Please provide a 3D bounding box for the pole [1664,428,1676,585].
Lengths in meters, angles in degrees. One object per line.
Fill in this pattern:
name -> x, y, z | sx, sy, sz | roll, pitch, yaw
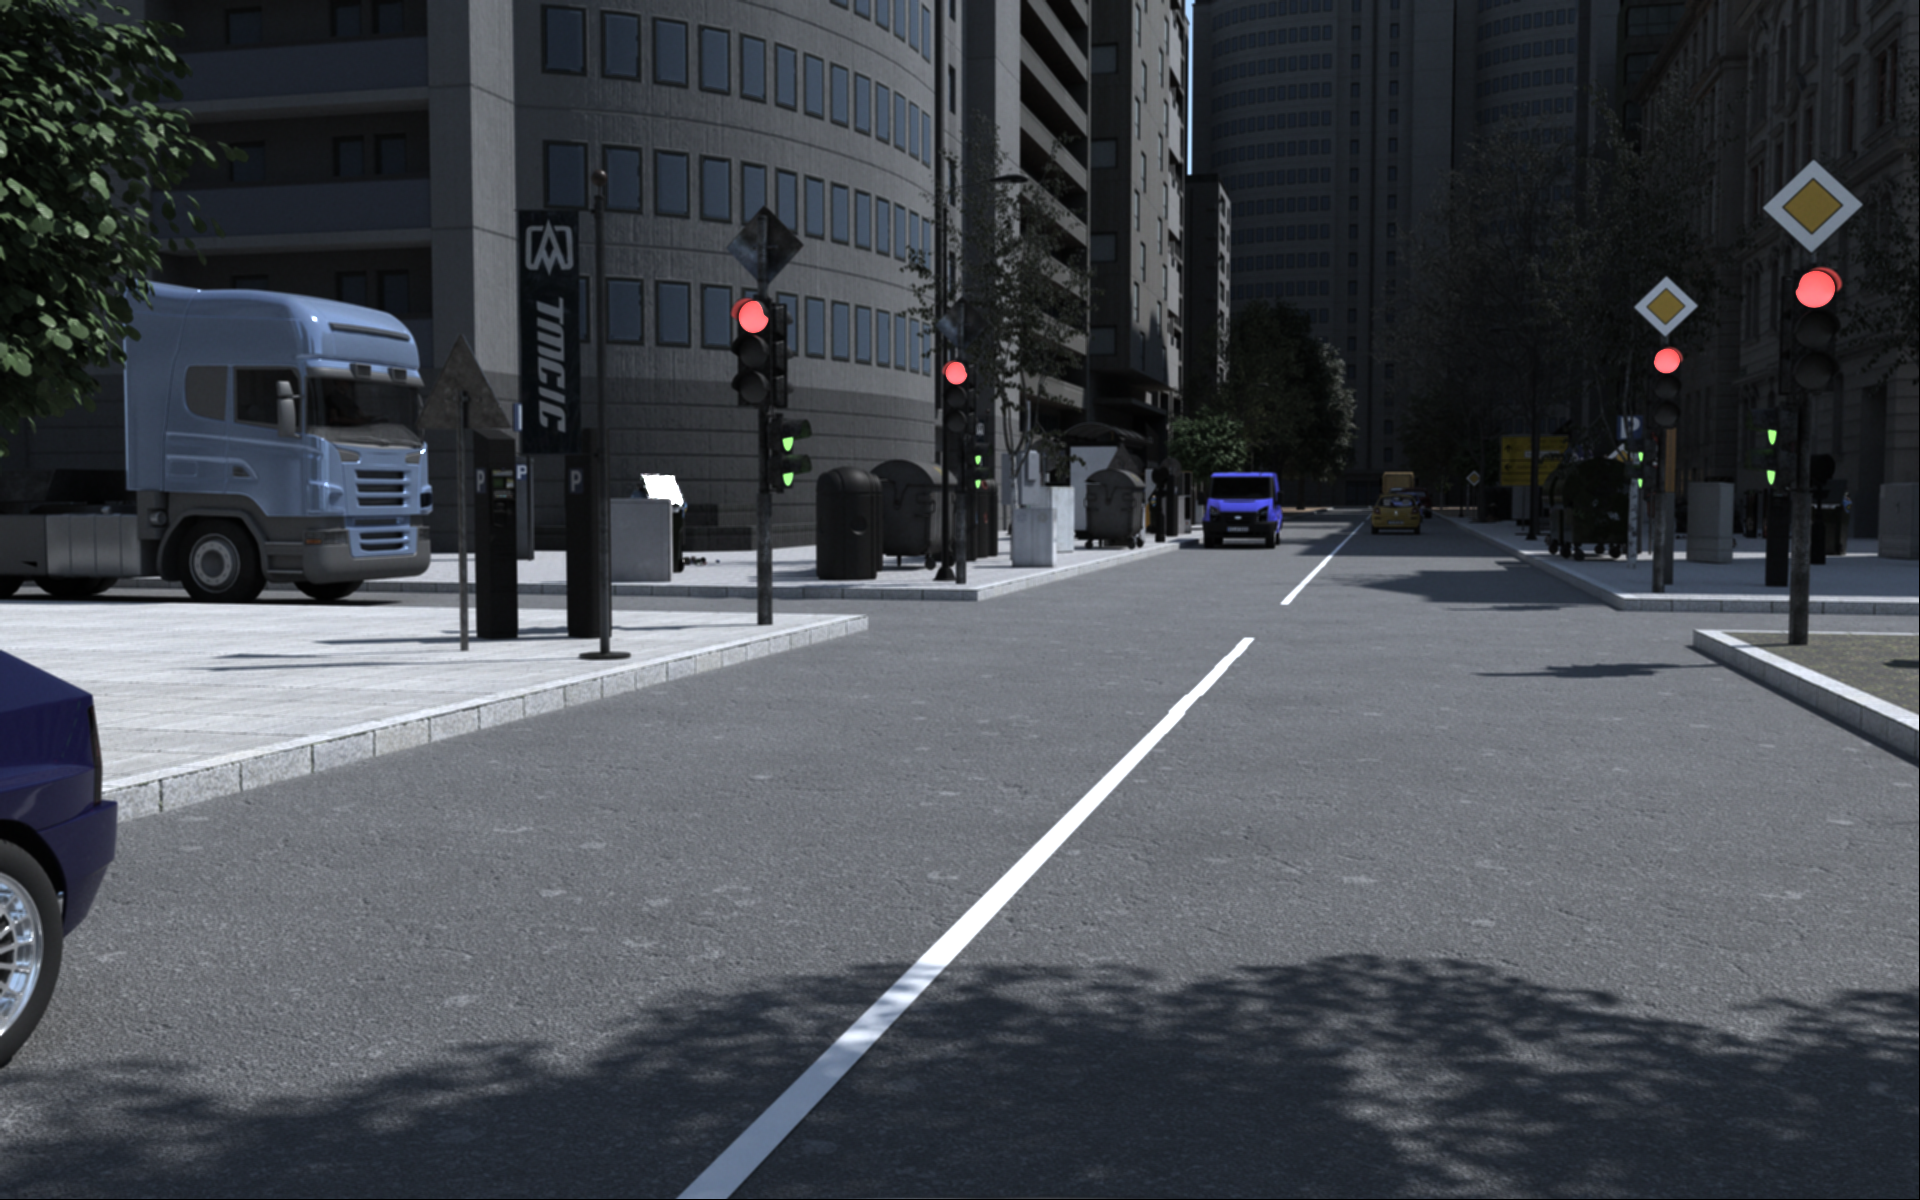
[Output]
pole -> 10.024, -1.876, 24.510 | 0.158, 3.312, 0.155 | 0, 3, 0

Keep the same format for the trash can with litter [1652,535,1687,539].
trash can with litter -> 20.957, -2.357, 49.594 | 2.233, 1.210, 1.678 | 1, 4, 20

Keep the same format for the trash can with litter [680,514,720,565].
trash can with litter -> -5.237, -1.278, 31.947 | 1.678, 1.210, 2.233 | -1, 4, -20

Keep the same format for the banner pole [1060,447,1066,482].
banner pole -> 4.758, -5.574, 81.147 | 0.863, 3.779, 0.401 | 3, 5, 40

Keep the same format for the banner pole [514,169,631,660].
banner pole -> -3.015, -1.434, 13.471 | 0.863, 3.779, 0.401 | 0, 4, 0

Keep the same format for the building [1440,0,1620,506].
building -> 68.152, -39.580, 189.136 | 28.212, 58.520, 21.231 | 1, 4, 14

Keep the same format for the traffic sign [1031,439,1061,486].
traffic sign -> 1.932, -2.433, 39.889 | 0.768, 2.556, 0.104 | 1, 4, 16

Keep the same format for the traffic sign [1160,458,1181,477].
traffic sign -> 7.328, -3.689, 60.426 | 0.768, 2.556, 0.104 | 1, 4, 21

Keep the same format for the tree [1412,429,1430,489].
tree -> 39.781, -11.799, 143.280 | 4.360, 8.622, 3.978 | 0, 3, 0

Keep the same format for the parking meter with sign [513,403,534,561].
parking meter with sign -> -8.636, -2.310, 34.033 | 0.543, 3.016, 1.738 | -2, 4, -25

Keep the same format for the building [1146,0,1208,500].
building -> 9.349, -42.782, 137.744 | 20.563, 71.187, 20.611 | 1, 4, 14

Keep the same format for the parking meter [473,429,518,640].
parking meter -> -4.127, -0.592, 15.398 | 0.255, 1.863, 0.399 | -3, 4, -39

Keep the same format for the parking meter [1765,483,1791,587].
parking meter -> 11.364, -1.122, 24.053 | 0.255, 1.863, 0.399 | 1, 4, 19

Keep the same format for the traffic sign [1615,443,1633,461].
traffic sign -> 14.906, -2.314, 39.019 | 0.795, 2.450, 0.064 | 1, 4, 17

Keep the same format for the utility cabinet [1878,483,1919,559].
utility cabinet -> 18.654, -1.568, 34.313 | 0.318, 1.500, 1.173 | 0, 4, 0

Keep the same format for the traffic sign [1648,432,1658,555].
traffic sign -> 14.607, -2.238, 36.588 | 0.884, 2.594, 0.081 | 1, 4, 14

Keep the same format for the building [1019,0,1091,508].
building -> -5.589, -28.450, 88.867 | 21.300, 48.544, 21.600 | 1, 4, 14

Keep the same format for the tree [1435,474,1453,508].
tree -> 44.540, -10.124, 160.126 | 1.663, 3.219, 1.824 | 0, 3, 0

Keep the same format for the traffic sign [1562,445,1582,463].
traffic sign -> 15.973, -2.736, 44.841 | 0.768, 2.556, 0.104 | 1, 4, 19

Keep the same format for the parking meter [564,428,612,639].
parking meter -> -3.331, -0.599, 15.502 | 0.399, 1.863, 0.255 | 3, 5, 44

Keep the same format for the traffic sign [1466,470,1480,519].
traffic sign -> 24.619, -5.002, 82.975 | 0.795, 2.450, 0.064 | 1, 4, 18

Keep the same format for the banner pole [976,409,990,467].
banner pole -> 0.679, -3.735, 51.077 | 0.401, 3.779, 0.863 | 2, 4, 35

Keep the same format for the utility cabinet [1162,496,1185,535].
utility cabinet -> 6.727, -2.673, 54.865 | 0.306, 1.237, 1.020 | 3, 5, 40

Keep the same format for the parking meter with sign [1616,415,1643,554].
parking meter with sign -> 14.576, -2.530, 37.623 | 0.543, 3.016, 1.738 | 1, 4, 17

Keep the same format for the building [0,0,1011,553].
building -> -11.400, -31.091, 50.335 | 21.231, 58.520, 28.212 | 1, 4, 14

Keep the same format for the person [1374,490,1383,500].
person -> 34.940, -8.240, 143.938 | 1.217, 1.736, 0.721 | -1, 4, -18

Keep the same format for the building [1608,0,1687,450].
building -> 44.719, -20.061, 99.697 | 14.160, 30.474, 14.107 | 1, 4, 14

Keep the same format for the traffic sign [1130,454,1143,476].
traffic sign -> 5.485, -3.399, 55.688 | 0.768, 2.556, 0.104 | 1, 4, 20

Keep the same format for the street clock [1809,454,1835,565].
street clock -> 15.649, -1.650, 31.547 | 0.471, 2.002, 0.358 | -1, 4, -19

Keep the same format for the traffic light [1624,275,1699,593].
traffic light -> 9.070, -2.049, 22.428 | 0.839, 4.253, 0.868 | 1, 4, 14

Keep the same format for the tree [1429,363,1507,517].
tree -> 29.133, -9.047, 98.288 | 4.360, 8.622, 3.978 | 0, 3, 0

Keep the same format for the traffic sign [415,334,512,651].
traffic sign -> -4.060, -0.863, 14.116 | 0.884, 2.594, 0.081 | 1, 4, 16

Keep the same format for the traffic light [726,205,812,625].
traffic light -> -1.901, -1.712, 16.906 | 0.839, 4.253, 0.868 | 1, 4, 14

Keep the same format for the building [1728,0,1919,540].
building -> 33.907, -16.393, 55.408 | 14.401, 28.519, 23.554 | 1, 4, 14

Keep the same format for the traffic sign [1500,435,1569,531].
traffic sign -> 19.858, -4.041, 59.939 | 2.265, 3.308, 0.079 | 1, 4, 14

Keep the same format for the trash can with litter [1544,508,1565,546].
trash can with litter -> 14.801, -1.937, 43.057 | 0.624, 1.170, 1.055 | 0, 4, -1

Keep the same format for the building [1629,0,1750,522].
building -> 38.790, -17.268, 79.587 | 12.463, 27.353, 25.104 | 1, 4, 14

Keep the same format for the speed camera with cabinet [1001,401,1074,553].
speed camera with cabinet -> 1.695, -2.635, 37.413 | 0.660, 3.252, 2.038 | 3, 4, 37

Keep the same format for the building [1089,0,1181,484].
building -> 0.044, -32.198, 115.672 | 28.713, 52.752, 27.495 | 1, 4, 14

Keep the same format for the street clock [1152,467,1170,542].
street clock -> 5.324, -2.535, 46.022 | 0.471, 2.002, 0.358 | -3, 5, -41

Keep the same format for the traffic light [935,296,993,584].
traffic light -> 0.030, -2.186, 24.655 | 0.839, 4.253, 0.868 | 1, 4, 14

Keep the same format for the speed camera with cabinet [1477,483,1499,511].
speed camera with cabinet -> 29.033, -6.095, 93.996 | 2.038, 3.252, 0.660 | -2, 4, -29

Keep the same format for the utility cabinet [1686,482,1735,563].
utility cabinet -> 14.040, -1.451, 32.397 | 0.318, 1.500, 1.173 | 0, 4, -4

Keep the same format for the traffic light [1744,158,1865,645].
traffic light -> 7.139, -1.575, 14.679 | 0.839, 4.253, 0.868 | 1, 4, 14

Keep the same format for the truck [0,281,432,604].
truck -> -15.638, -2.110, 24.261 | 18.799, 4.110, 2.967 | 1, 4, 16

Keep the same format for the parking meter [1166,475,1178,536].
parking meter -> 6.437, -2.864, 52.533 | 0.255, 1.863, 0.399 | 2, 4, 30

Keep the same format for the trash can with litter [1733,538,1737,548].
trash can with litter -> 18.296, -1.843, 41.521 | 0.624, 1.170, 1.055 | 0, 4, -4

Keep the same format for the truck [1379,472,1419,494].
truck -> 38.624, -9.584, 152.625 | 3.469, 3.379, 9.791 | 1, 4, 15

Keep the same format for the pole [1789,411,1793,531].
pole -> 20.347, -2.984, 42.632 | 0.158, 3.312, 0.155 | 0, 3, 0

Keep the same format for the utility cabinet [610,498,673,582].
utility cabinet -> -4.744, -0.872, 25.418 | 1.020, 1.237, 0.306 | 0, 4, -1

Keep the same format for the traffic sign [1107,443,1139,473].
traffic sign -> 4.087, -2.680, 43.829 | 0.884, 2.594, 0.081 | 1, 4, 20

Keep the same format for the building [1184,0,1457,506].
building -> 40.770, -40.043, 196.707 | 28.212, 58.520, 21.231 | 1, 4, 14

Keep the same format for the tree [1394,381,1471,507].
tree -> 46.566, -15.406, 170.016 | 7.486, 12.596, 7.792 | 0, 3, 0

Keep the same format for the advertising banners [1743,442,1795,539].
advertising banners -> 23.255, -3.277, 49.768 | 0.090, 3.025, 2.074 | -1, 4, -12

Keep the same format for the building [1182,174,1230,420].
building -> 17.561, -23.747, 159.972 | 14.107, 30.474, 14.160 | 1, 4, 14
